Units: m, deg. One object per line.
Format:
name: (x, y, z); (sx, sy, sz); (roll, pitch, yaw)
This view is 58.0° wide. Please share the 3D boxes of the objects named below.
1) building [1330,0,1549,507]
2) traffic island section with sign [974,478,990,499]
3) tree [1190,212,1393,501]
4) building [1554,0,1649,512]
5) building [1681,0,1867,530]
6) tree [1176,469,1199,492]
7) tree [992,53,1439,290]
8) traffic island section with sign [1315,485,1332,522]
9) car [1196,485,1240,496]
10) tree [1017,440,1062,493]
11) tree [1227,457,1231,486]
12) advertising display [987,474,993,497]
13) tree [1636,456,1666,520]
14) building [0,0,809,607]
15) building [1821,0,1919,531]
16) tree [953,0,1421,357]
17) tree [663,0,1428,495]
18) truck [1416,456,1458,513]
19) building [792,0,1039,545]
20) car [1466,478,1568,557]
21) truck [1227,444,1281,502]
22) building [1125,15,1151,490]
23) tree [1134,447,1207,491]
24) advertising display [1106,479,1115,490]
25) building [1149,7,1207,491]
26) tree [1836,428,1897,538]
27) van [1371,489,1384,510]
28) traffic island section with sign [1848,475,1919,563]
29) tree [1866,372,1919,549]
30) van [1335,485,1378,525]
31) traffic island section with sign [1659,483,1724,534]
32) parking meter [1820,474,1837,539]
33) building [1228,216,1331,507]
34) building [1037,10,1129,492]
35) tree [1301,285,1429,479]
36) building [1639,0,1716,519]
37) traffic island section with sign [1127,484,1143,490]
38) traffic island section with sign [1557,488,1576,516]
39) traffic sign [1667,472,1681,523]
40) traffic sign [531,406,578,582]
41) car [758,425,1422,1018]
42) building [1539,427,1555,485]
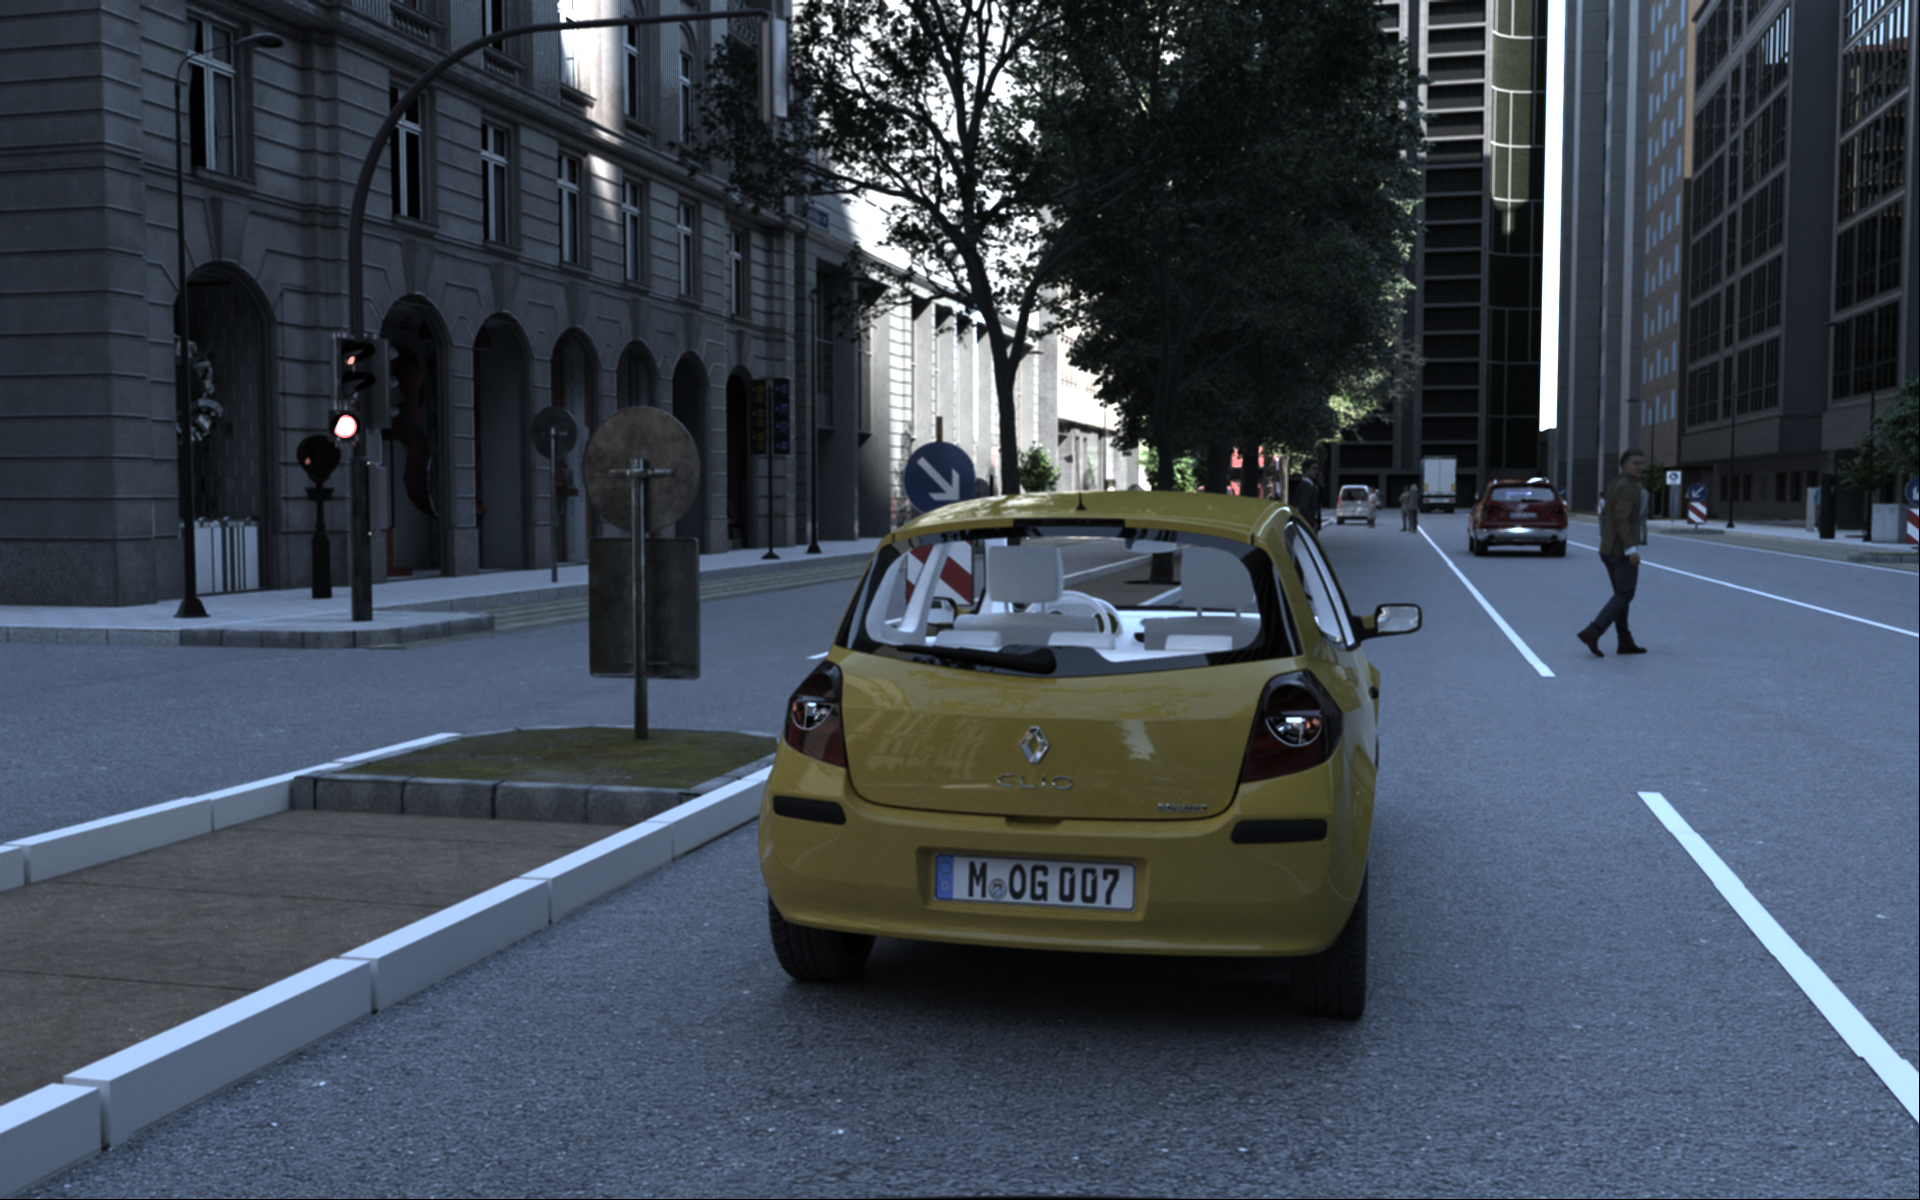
building: (49.362, -45.253, 178.139); (20.611, 71.187, 20.563); (1, 4, 14)
traffic island section with sign: (0.344, -2.041, 42.002); (1.989, 1.847, 2.006); (1, 4, 14)
tree: (9.772, -8.231, 55.155); (7.486, 12.596, 7.792); (0, 3, 0)
building: (59.668, -36.570, 139.914); (21.231, 58.520, 28.212); (1, 4, 14)
building: (39.352, -16.988, 71.253); (14.314, 27.812, 24.014); (1, 4, 14)
tree: (13.820, -6.852, 106.627); (1.663, 3.219, 1.824); (0, 3, 0)
tree: (5.444, -7.807, 36.758); (9.857, 13.997, 8.962); (0, 3, 0)
traffic island section with sign: (18.063, -4.923, 88.623); (2.006, 1.907, 1.989); (1, 4, 14)
car: (11.203, -4.130, 76.196); (2.281, 1.827, 5.304); (1, 4, 14)
tree: (3.066, -4.272, 64.443); (1.663, 3.219, 1.824); (0, 3, 0)
tree: (18.058, -8.582, 124.036); (4.285, 4.588, 4.351); (0, 3, 0)
advertising display: (0.990, -3.178, 57.175); (0.123, 1.923, 0.974); (0, 4, -4)
tree: (34.998, -5.687, 87.582); (1.663, 3.219, 1.824); (0, 3, 0)
building: (-12.450, -11.604, 31.523); (13.314, 21.916, 24.055); (1, 4, 14)
building: (33.694, -13.806, 44.800); (14.314, 24.678, 30.058); (1, 4, 14)
tree: (3.277, -6.040, 26.960); (9.928, 11.665, 9.643); (0, 3, 0)
tree: (0.678, -4.994, 18.520); (8.767, 10.594, 7.601); (1, 4, 14)
truck: (36.374, -8.757, 132.085); (2.839, 4.237, 11.283); (1, 4, 13)
building: (-5.527, -17.164, 58.118); (11.434, 29.767, 29.804); (1, 4, 14)
car: (13.296, -2.003, 41.423); (2.281, 1.827, 5.304); (1, 4, 14)
truck: (16.643, -6.587, 96.615); (2.839, 4.237, 11.283); (1, 4, 14)
building: (3.256, -25.478, 100.154); (14.154, 41.232, 14.086); (1, 4, 14)
tree: (11.433, -6.897, 96.483); (4.285, 4.588, 4.351); (0, 3, 0)
advertising display: (6.654, -4.379, 76.810); (0.123, 1.923, 0.974); (2, 4, 26)
building: (10.021, -34.484, 153.044); (27.495, 52.752, 28.713); (1, 4, 14)
tree: (26.730, -3.465, 51.255); (1.663, 3.219, 1.824); (0, 3, 0)
van: (37.360, -9.170, 156.943); (2.013, 2.044, 4.112); (1, 4, 15)
traffic island section with sign: (19.904, -1.702, 36.451); (1.989, 1.847, 2.006); (1, 4, 14)
tree: (22.902, -3.454, 40.194); (4.285, 4.588, 4.351); (0, 3, 0)
van: (18.755, -4.590, 82.053); (2.013, 2.044, 4.112); (1, 4, 15)
traffic island section with sign: (26.408, -3.302, 62.613); (1.989, 1.847, 2.006); (1, 4, 14)
parking meter: (24.850, -2.682, 49.565); (0.399, 1.863, 0.255); (-2, 4, -29)
building: (25.406, -32.446, 185.114); (28.867, 44.769, 22.147); (1, 4, 14)
building: (0.559, -16.166, 82.336); (12.078, 24.808, 19.932); (1, 4, 14)
tree: (14.842, -9.877, 74.310); (12.009, 13.543, 11.850); (0, 3, 0)
building: (45.228, -27.089, 93.011); (14.600, 45.320, 14.200); (1, 4, 14)
traffic island section with sign: (6.918, -3.660, 68.474); (1.989, 1.847, 2.006); (1, 4, 14)
traffic island section with sign: (38.490, -6.282, 111.343); (1.989, 1.847, 2.006); (1, 4, 14)
traffic sign: (31.696, -4.578, 76.972); (0.606, 2.300, 0.079); (1, 4, 21)
traffic sign: (-5.897, -1.530, 25.116); (0.768, 2.556, 0.104); (1, 4, 18)
car: (0.650, 0.240, 6.306); (2.015, 1.641, 3.980); (1, 4, 14)
building: (74.561, -52.564, 172.084); (31.000, 86.520, 22.319); (1, 4, 14)
